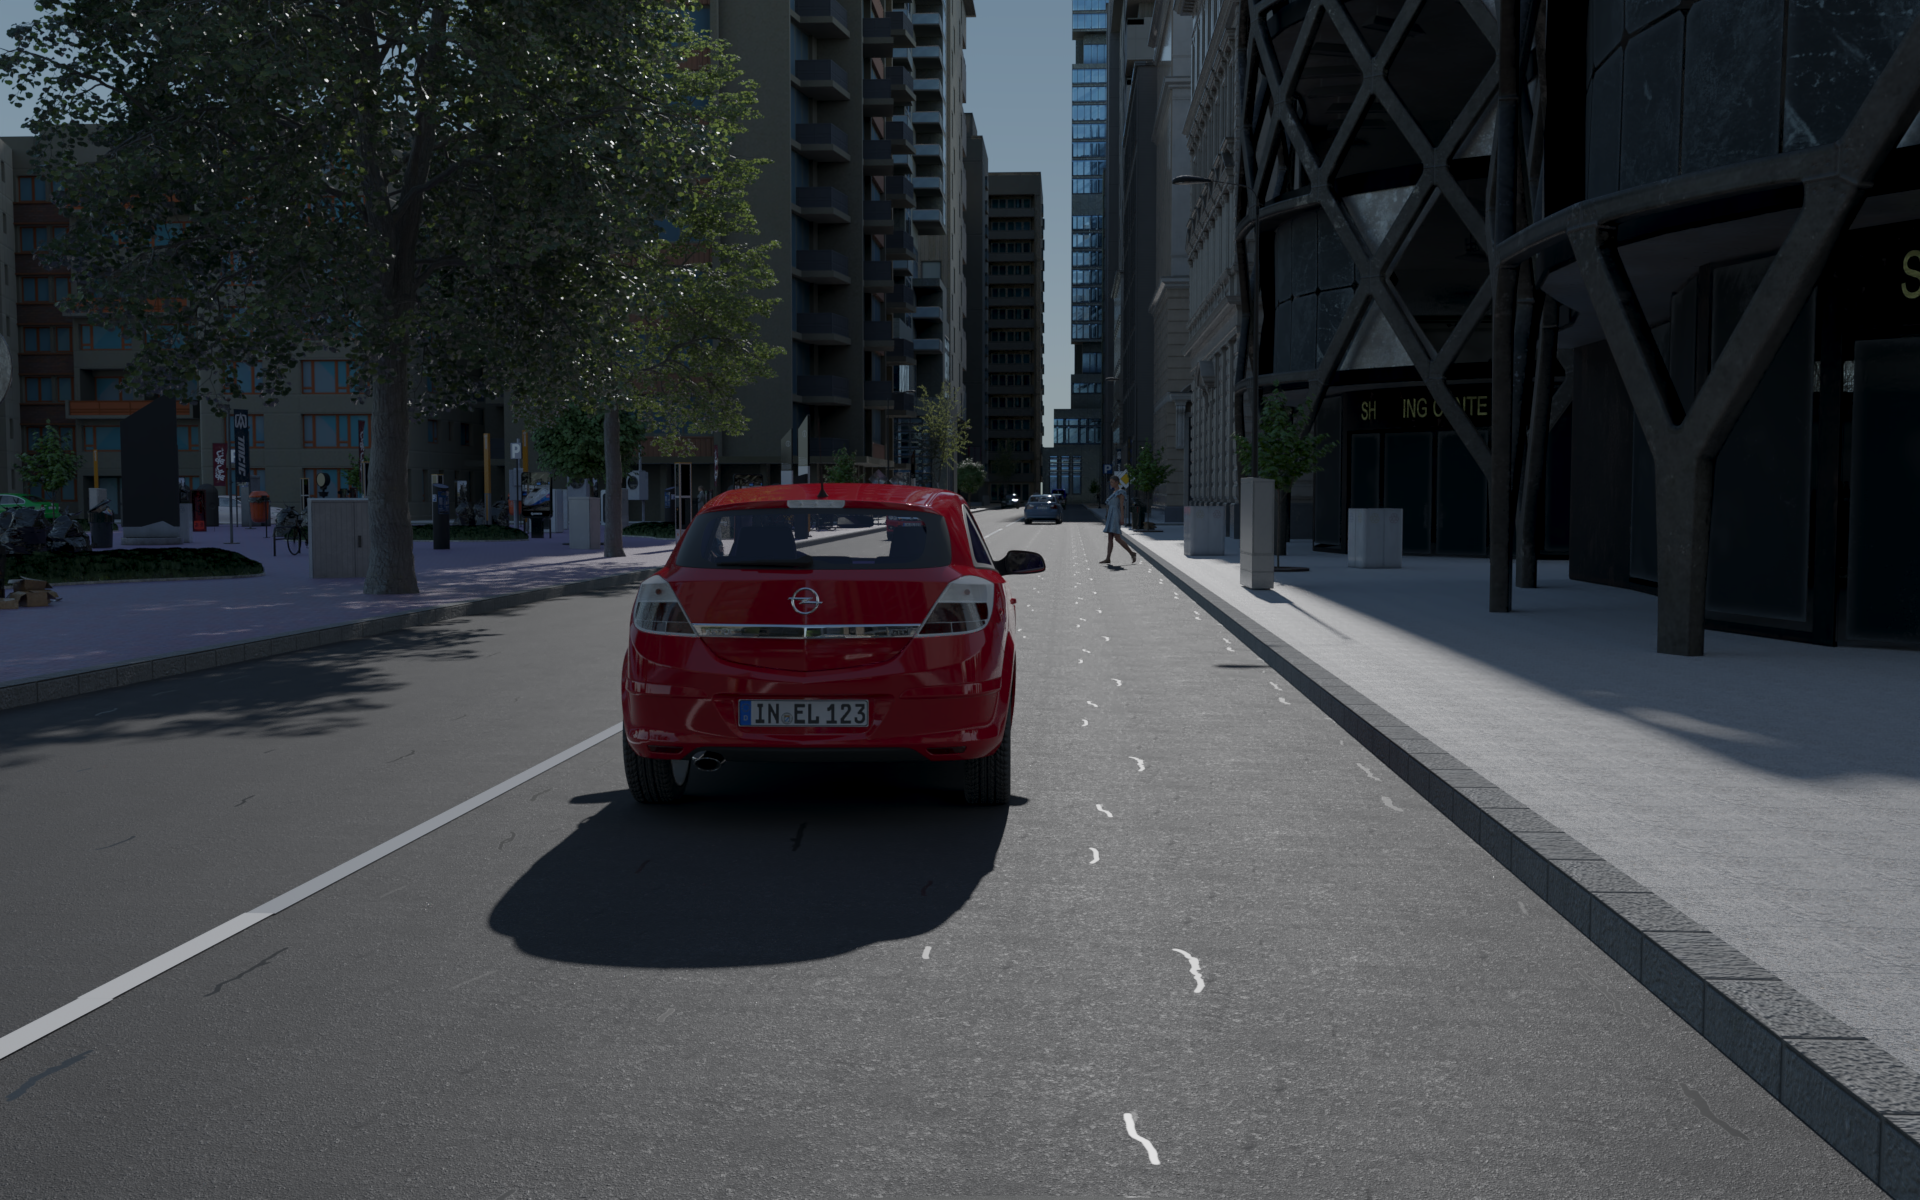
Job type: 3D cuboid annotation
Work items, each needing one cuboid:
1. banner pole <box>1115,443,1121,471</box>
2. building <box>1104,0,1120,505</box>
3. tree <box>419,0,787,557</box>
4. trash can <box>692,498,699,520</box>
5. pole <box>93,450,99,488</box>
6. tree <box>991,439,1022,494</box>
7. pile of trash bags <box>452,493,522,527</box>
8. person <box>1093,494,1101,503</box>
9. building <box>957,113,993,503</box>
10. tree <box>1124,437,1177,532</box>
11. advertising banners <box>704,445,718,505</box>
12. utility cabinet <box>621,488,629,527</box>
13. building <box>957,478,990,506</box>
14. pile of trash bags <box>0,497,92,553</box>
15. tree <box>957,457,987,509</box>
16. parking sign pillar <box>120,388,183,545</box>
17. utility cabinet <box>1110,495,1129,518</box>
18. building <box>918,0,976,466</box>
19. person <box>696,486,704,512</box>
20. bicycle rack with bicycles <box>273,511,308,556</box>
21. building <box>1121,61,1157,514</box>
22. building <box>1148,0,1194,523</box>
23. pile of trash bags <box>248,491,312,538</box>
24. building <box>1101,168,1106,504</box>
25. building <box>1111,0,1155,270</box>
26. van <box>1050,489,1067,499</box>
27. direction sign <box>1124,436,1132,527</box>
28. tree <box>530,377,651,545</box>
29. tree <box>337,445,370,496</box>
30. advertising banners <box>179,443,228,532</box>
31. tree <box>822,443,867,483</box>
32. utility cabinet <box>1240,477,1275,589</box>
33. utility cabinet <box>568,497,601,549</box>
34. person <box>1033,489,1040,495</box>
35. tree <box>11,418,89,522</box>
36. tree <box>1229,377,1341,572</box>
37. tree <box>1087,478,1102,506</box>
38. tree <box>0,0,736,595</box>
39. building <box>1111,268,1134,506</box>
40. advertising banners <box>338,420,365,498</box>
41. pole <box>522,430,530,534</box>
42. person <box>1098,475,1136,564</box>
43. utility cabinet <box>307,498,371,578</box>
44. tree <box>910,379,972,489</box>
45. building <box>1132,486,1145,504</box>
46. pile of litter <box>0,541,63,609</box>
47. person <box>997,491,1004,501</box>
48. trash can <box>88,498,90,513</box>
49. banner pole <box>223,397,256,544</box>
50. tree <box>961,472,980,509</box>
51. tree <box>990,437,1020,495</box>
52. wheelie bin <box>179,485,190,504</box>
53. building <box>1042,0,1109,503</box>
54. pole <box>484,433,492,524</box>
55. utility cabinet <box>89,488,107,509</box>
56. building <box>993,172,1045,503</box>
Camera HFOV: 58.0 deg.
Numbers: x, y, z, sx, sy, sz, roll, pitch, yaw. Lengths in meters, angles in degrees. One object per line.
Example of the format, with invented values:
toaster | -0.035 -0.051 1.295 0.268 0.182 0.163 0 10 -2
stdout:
banner pole | 7.697 -5.783 84.571 0.401 3.779 0.863 -1 4 -20
building | 27.041 -40.040 196.652 21.231 58.520 28.212 0 4 4
tree | -7.510 -7.152 35.065 7.486 12.596 7.792 0 3 0
trash can | -10.532 -3.425 67.656 0.748 1.137 0.748 0 3 0
pole | -39.645 -5.240 79.515 0.158 3.312 0.155 0 3 0
tree | 6.204 -16.914 226.903 4.360 8.622 3.978 0 3 0
pile of trash bags | -18.243 -3.538 67.598 3.447 1.369 1.912 3 4 37
person | 18.504 -13.646 232.428 1.217 1.723 0.721 1 4 13
building | -7.449 -36.329 217.680 21.600 48.544 21.300 0 4 4
tree | 6.251 -3.910 58.524 1.663 3.219 1.824 0 3 0
advertising banners | -8.930 -4.034 62.138 0.090 3.025 2.074 -1 4 -21
utility cabinet | -12.378 -3.319 62.943 0.318 1.500 1.173 1 4 9
building | -13.071 -30.653 193.061 32.217 40.220 23.993 0 4 4
pile of trash bags | -16.990 -1.258 30.316 1.912 1.369 3.447 1 4 14
tree | 0.706 -10.263 151.506 4.285 4.588 4.351 0 3 0
parking sign pillar | -20.493 -3.385 43.821 1.447 3.967 1.447 -1 4 -21
utility cabinet | 8.631 -5.034 93.475 1.020 1.237 0.306 -1 4 -16
building | -13.396 -35.327 166.838 28.713 52.752 27.495 0 4 4
person | -11.208 -3.993 74.054 0.573 1.790 0.520 -1 4 -11
bicycle rack with bicycles | -13.221 -1.434 36.833 2.852 0.926 2.925 0 4 -4
building | 17.022 -18.878 102.166 14.314 27.812 24.014 0 4 4
building | 19.304 -18.152 82.682 20.117 28.700 13.634 0 4 4
pile of trash bags | -19.846 -2.581 51.953 1.912 1.369 3.447 2 4 27
building | 24.937 -32.757 219.166 14.154 41.232 14.086 0 4 4
building | 29.288 -35.449 168.831 28.713 52.752 27.495 0 4 4
van | 12.370 -13.039 217.566 2.240 2.365 5.245 0 4 3
direction sign | 6.647 -4.644 67.933 0.379 3.537 0.876 1 4 15
tree | -9.392 -3.677 43.837 4.285 4.588 4.351 0 3 0
tree | -23.452 -4.513 68.389 1.663 3.219 1.824 0 3 0
advertising banners | -25.952 -3.836 58.901 2.074 3.025 0.090 -2 4 -23
tree | -4.222 -4.293 64.789 1.663 3.219 1.824 0 3 0
utility cabinet | 4.062 -0.914 23.626 0.318 1.500 1.173 0 4 2
utility cabinet | -8.785 -1.798 40.552 0.306 1.237 1.020 -3 5 -40
person | 5.631 -7.313 128.266 0.606 1.804 0.583 -1 4 -14
tree | -23.266 -3.028 44.113 1.663 3.219 1.824 0 3 0
tree | 5.235 -2.104 29.000 1.663 3.219 1.824 0 3 0
tree | 14.867 -12.152 193.278 1.663 3.219 1.824 0 3 0
tree | -7.303 -7.062 22.123 9.857 13.997 8.962 0 3 0
building | 17.525 -17.959 142.772 9.793 20.994 18.267 0 4 4
advertising banners | -14.115 -2.697 40.285 0.090 3.025 2.074 0 4 -2
pole | -13.855 -3.757 55.273 0.158 3.312 0.155 0 3 0
person | 3.218 -1.646 35.500 0.778 1.811 0.616 0 4 -5
utility cabinet | -9.464 -0.947 26.646 1.020 1.237 0.306 -2 4 -32
tree | -1.358 -9.837 111.204 4.360 8.622 3.978 0 3 0
building | 17.414 -15.867 124.059 10.561 19.102 19.286 0 4 4
pile of litter | -10.937 -0.365 19.932 1.176 0.858 1.719 1 4 11
person | 5.694 -13.851 234.599 1.348 1.869 0.705 2 4 25
trash can | -34.884 -3.571 70.032 0.748 1.137 0.748 0 3 0
banner pole | -18.688 -3.349 44.780 0.401 3.779 0.863 2 4 26
tree | 1.000 -9.413 148.496 1.663 3.219 1.824 0 3 0
tree | 5.674 -16.513 220.346 4.737 8.622 4.395 0 3 0
wheelie bin | -27.514 -3.246 60.975 0.693 1.594 0.980 -3 5 -42
building | 27.465 -57.050 245.441 31.000 86.520 22.319 0 4 4
pole | -15.919 -3.946 58.365 0.158 3.312 0.155 0 3 0
utility cabinet | -32.524 -3.469 65.404 0.318 1.500 1.173 -1 4 -11
building | 1.185 -38.168 247.748 21.600 48.544 21.300 0 4 4
